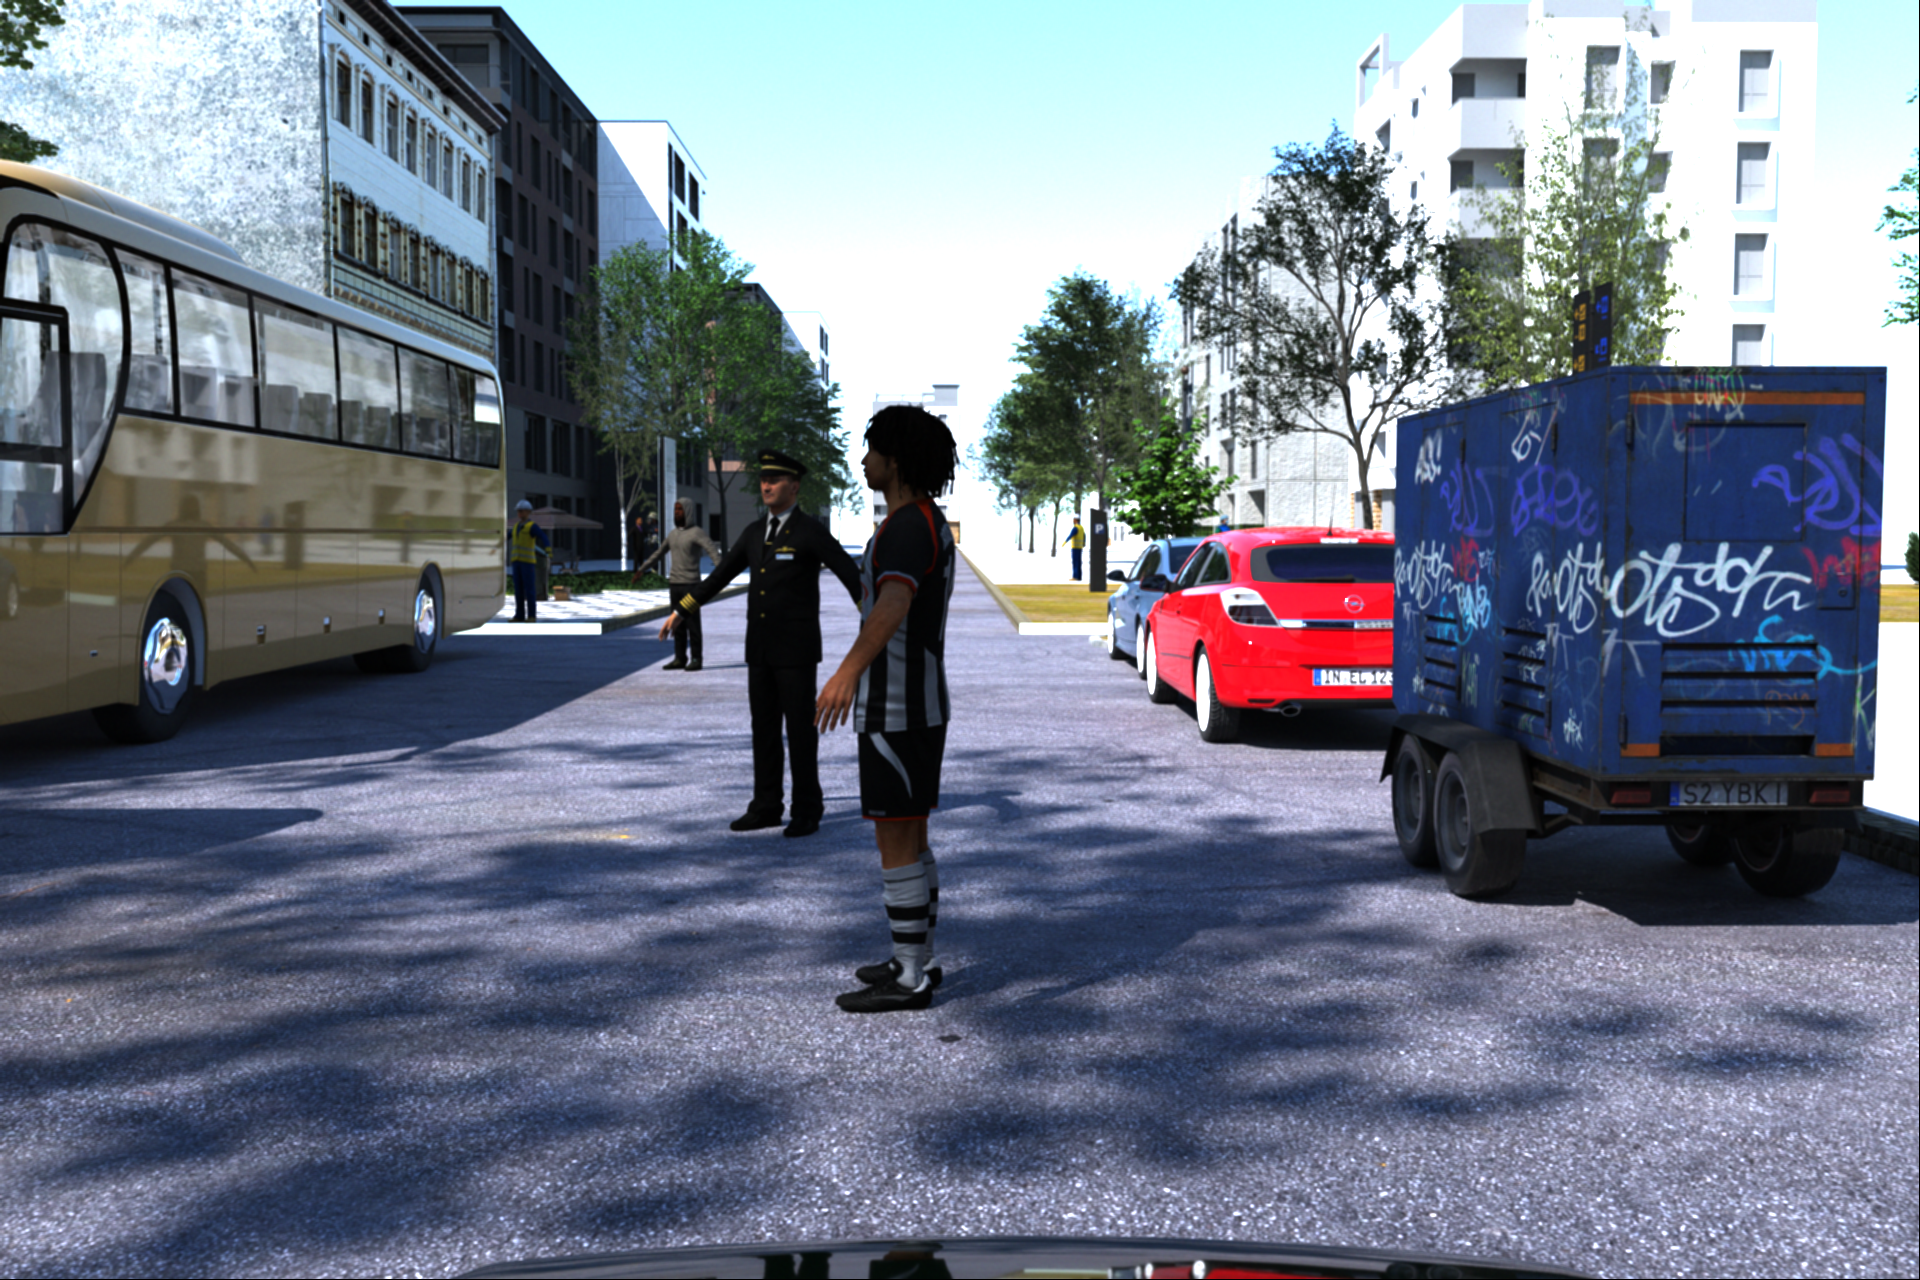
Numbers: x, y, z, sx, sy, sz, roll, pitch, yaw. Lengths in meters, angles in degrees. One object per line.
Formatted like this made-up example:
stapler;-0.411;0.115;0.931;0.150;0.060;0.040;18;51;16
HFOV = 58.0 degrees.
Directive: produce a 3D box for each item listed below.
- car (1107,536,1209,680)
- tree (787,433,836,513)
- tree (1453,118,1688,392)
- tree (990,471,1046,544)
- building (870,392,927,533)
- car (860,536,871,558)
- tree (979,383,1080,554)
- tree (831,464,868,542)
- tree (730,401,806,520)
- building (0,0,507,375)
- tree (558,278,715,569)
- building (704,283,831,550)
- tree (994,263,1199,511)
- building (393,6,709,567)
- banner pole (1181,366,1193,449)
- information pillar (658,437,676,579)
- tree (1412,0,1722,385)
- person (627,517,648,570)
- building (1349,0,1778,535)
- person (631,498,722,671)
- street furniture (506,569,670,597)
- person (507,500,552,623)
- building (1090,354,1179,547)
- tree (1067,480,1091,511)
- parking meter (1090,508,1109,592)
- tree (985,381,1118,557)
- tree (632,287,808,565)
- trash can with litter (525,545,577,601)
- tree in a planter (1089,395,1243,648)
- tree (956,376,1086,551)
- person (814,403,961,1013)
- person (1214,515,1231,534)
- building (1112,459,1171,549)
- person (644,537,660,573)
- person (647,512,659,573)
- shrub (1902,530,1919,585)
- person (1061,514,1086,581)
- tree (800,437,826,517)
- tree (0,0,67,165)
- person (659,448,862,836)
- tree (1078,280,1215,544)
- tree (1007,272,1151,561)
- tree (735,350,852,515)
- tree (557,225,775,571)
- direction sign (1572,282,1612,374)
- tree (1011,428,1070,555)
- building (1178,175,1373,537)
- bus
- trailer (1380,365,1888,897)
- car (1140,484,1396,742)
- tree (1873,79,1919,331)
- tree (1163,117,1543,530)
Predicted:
car;2.604;-0.385;18.291;2.014;1.417;4.499;0;4;-1
tree;-10.602;-10.354;119.657;4.737;8.622;4.395;0;3;0
tree;10.893;-4.904;30.549;4.737;8.622;4.395;0;3;0
tree;7.355;-17.303;217.312;7.601;10.594;8.767;0;4;-4
building;-11.111;-22.230;222.330;11.380;20.090;16.016;0;4;5
car;-3.682;-4.284;82.399;2.083;1.381;4.827;0;4;-1
tree;4.799;-11.531;114.292;9.928;11.665;9.643;0;3;0
tree;-15.111;-17.477;220.161;7.601;10.594;8.767;0;4;3
tree;-11.053;-8.821;94.578;4.360;8.622;3.978;0;3;0
building;-26.076;-13.657;54.224;19.493;23.208;18.063;0;4;-1
tree;-10.023;-6.127;50.543;4.360;8.622;3.978;0;3;0
building;-26.865;-19.159;157.228;27.936;21.610;32.646;0;3;0
tree;4.716;-7.719;60.615;7.601;10.594;8.767;-1;4;-17
building;-28.372;-14.660;83.671;27.936;21.610;32.646;0;4;0
banner pole;3.362;-2.181;25.681;0.401;3.779;0.863;0;4;-2
information pillar;-7.184;-3.135;42.577;0.184;3.620;1.656;0;4;0
tree;8.669;-4.497;23.883;4.360;8.622;3.978;0;3;0
person;-9.758;-2.847;52.766;0.704;1.802;1.346;3;4;36
building;20.566;-12.878;66.980;16.016;20.090;11.380;0;4;0
person;-2.909;-0.590;18.229;1.348;1.813;0.705;3;4;36
street furniture;-11.258;-1.338;37.511;10.072;0.657;5.734;-1;4;-13
person;-6.355;-1.136;25.033;1.216;1.772;0.721;2;4;28
building;19.476;-20.446;190.705;16.016;20.090;11.380;0;4;-1
tree;17.212;-17.955;219.323;9.928;11.665;9.643;0;3;0
parking meter;3.075;-1.993;38.290;0.399;1.863;0.255;0;4;-2
tree;5.291;-9.808;94.775;8.767;10.594;7.601;-2;4;-30
tree;-9.937;-8.935;71.836;9.928;11.665;9.643;0;3;0
trash can with litter;-7.909;-1.339;33.288;1.055;1.170;0.624;0;4;-1
tree in a planter;2.692;-1.539;22.391;1.991;3.239;1.994;0;4;0
tree;4.697;-13.501;131.104;12.009;13.543;11.850;0;3;0
person;-0.201;0.201;5.314;0.704;1.843;1.345;0;4;7
person;7.435;-2.594;48.535;1.347;1.817;0.704;-3;5;-44
building;19.139;-12.880;152.734;9.099;9.664;28.070;0;4;0
person;-9.919;-3.144;57.583;1.347;1.806;0.705;-2;4;-25
person;-8.185;-2.471;46.173;0.705;1.856;1.354;-1;4;-13
shrub;22.960;-2.232;40.539;1.661;2.075;1.752;0;3;0
person;3.159;-2.526;47.271;0.705;1.833;1.349;2;4;31
tree;-11.295;-10.758;126.253;4.737;8.622;4.395;0;3;0
tree;-12.844;-6.061;17.217;7.486;12.596;7.792;0;3;0
person;-0.872;0.003;8.339;1.347;1.837;0.705;2;4;32
tree;5.641;-6.112;50.290;4.360;8.622;3.978;0;3;0
tree;5.508;-9.640;75.735;7.486;12.596;7.792;0;3;0
tree;-10.250;-11.518;106.453;7.486;12.596;7.792;0;3;0
tree;-9.807;-8.102;58.221;9.928;11.665;9.643;0;3;0
direction sign;5.823;-1.471;16.054;0.379;3.537;0.876;0;4;-1
tree;4.591;-9.512;105.888;4.360;8.622;3.978;0;3;0
building;22.264;-13.926;94.153;16.747;18.905;31.486;0;4;0
bus;-6.701;-1.440;15.090;2.896;3.916;12.252;0;4;-1
trailer;2.637;-0.050;7.859;1.471;1.999;3.904;0;4;-1
car;2.525;-0.267;13.408;2.155;1.783;4.494;0;4;-1
tree;19.118;-6.263;28.156;9.928;11.665;9.643;0;3;0
tree;9.049;-6.363;38.449;8.767;10.594;7.601;-1;4;-17
